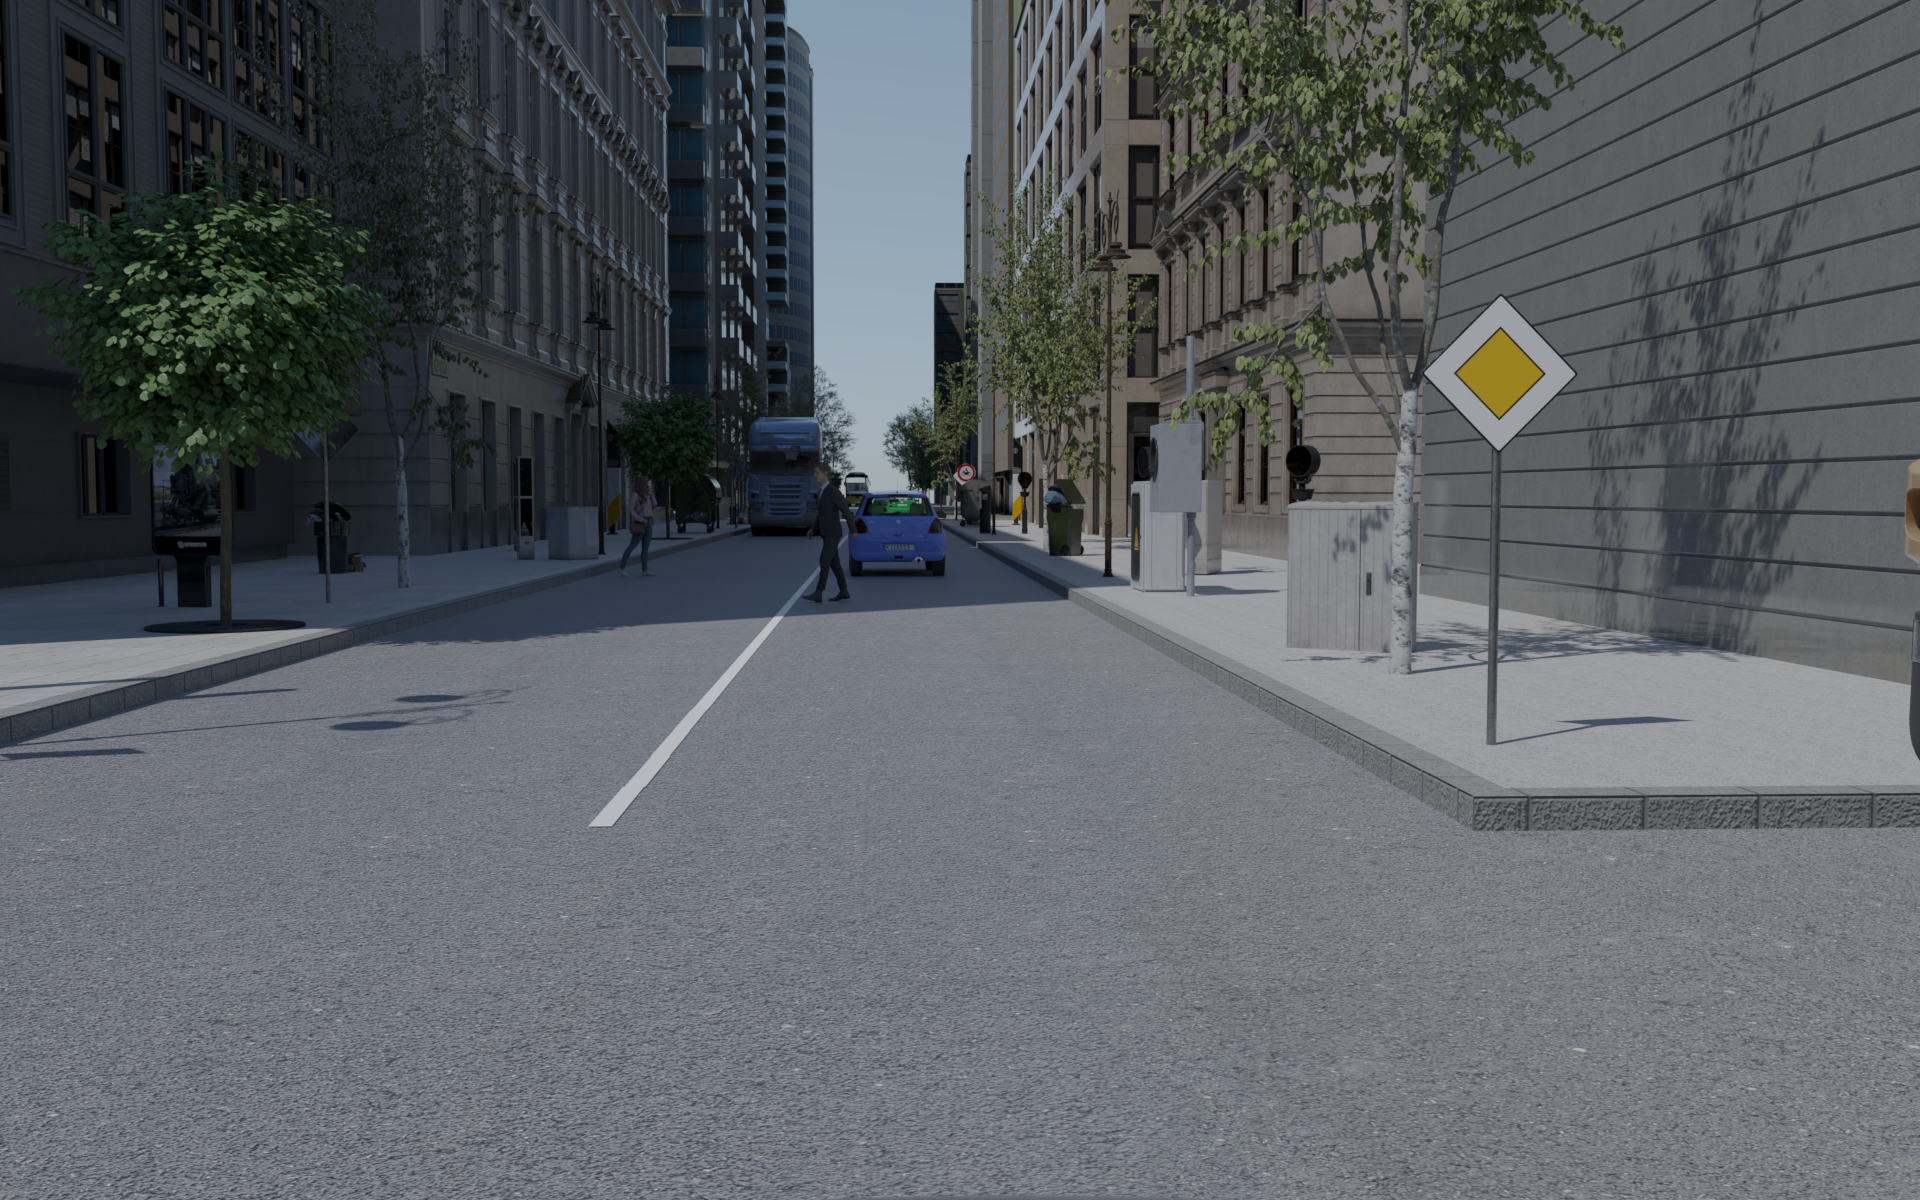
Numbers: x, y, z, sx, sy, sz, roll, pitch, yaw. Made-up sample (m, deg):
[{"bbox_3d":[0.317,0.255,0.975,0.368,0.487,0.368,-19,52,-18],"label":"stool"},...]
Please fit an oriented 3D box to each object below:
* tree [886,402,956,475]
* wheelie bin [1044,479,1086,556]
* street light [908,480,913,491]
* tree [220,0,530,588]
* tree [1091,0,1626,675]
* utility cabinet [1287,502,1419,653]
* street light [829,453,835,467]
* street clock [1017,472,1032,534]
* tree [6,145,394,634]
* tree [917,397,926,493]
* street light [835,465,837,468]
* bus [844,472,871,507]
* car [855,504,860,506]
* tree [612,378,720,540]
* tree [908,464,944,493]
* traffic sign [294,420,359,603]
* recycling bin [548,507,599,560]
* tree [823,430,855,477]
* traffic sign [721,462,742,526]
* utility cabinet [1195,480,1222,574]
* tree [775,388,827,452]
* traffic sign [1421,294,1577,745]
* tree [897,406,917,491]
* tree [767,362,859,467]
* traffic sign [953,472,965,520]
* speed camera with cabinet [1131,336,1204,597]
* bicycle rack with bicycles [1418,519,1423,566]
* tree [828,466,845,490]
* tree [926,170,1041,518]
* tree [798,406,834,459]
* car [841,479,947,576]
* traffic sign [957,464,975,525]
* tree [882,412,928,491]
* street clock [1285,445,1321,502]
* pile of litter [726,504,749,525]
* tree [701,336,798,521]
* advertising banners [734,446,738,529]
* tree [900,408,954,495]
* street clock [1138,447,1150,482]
[{"bbox_3d":[-4.033,-14.786,176.165,7.601,10.594,8.767,-1,4,-20],"label":"tree"},{"bbox_3d":[2.153,-1.714,35.940,0.693,1.594,0.980,2,4,33],"label":"wheelie bin"},{"bbox_3d":[-7.211,-16.520,242.891,0.468,5.910,1.993,0,4,-3],"label":"street light"},{"bbox_3d":[-7.654,-4.457,23.238,4.360,8.622,3.978,0,3,0],"label":"tree"},{"bbox_3d":[3.085,-3.790,12.336,4.737,8.622,4.395,0,3,0],"label":"tree"},{"bbox_3d":[3.225,-0.190,14.274,1.020,1.237,0.306,2,4,31],"label":"utility cabinet"},{"bbox_3d":[-14.784,-13.687,196.565,0.468,5.910,1.993,0,4,-3],"label":"street light"},{"bbox_3d":[2.089,-3.137,55.862,0.471,2.002,0.358,0,4,5],"label":"street clock"},{"bbox_3d":[-7.086,-1.999,16.402,4.285,4.588,4.351,0,3,0],"label":"tree"},{"bbox_3d":[2.173,-5.795,45.111,4.737,8.622,4.395,0,3,0],"label":"tree"},{"bbox_3d":[-16.096,-15.421,224.926,0.468,5.910,1.993,0,4,-3],"label":"street light"},{"bbox_3d":[-11.530,-12.312,192.855,2.896,3.916,12.252,0,4,-4],"label":"bus"},{"bbox_3d":[-11.483,-11.852,203.558,2.009,1.686,4.222,0,4,-4],"label":"car"},{"bbox_3d":[-8.287,-4.006,49.219,4.285,4.588,4.351,0,3,0],"label":"tree"},{"bbox_3d":[-3.285,-11.227,167.279,4.285,4.588,4.351,0,3,0],"label":"tree"},{"bbox_3d":[-7.429,-1.170,20.307,0.795,2.450,0.064,0,4,3],"label":"traffic sign"},{"bbox_3d":[-7.601,-1.314,34.031,0.722,1.027,0.722,3,5,41],"label":"recycling bin"},{"bbox_3d":[-17.840,-18.567,237.976,7.601,10.594,8.767,-3,5,-44],"label":"tree"},{"bbox_3d":[-9.307,-4.317,70.585,0.884,2.594,0.081,0,4,5],"label":"traffic sign"},{"bbox_3d":[3.937,-1.170,27.812,0.318,1.500,1.173,1,4,20],"label":"utility cabinet"},{"bbox_3d":[-11.668,-10.417,120.672,4.737,8.622,4.395,0,3,0],"label":"tree"},{"bbox_3d":[2.715,-0.315,8.795,0.795,2.450,0.064,0,4,-3],"label":"traffic sign"},{"bbox_3d":[-0.431,-8.750,93.422,4.737,8.622,4.395,0,3,0],"label":"tree"},{"bbox_3d":[-14.038,-15.251,159.722,12.009,13.543,11.850,0,3,0],"label":"tree"},{"bbox_3d":[0.092,-4.387,72.916,0.795,2.450,0.064,0,4,1],"label":"traffic sign"},{"bbox_3d":[2.655,-1.719,22.439,0.660,3.252,2.038,0,4,-4],"label":"speed camera with cabinet"},{"bbox_3d":[8.433,-0.897,28.053,2.852,0.926,2.925,2,4,31],"label":"bicycle rack with bicycles"},{"bbox_3d":[-15.215,-13.507,204.547,4.285,4.588,4.351,0,3,0],"label":"tree"},{"bbox_3d":[2.103,-5.439,39.294,4.737,8.622,4.395,0,3,0],"label":"tree"},{"bbox_3d":[-12.835,-11.933,145.472,4.360,8.622,3.978,0,3,0],"label":"tree"},{"bbox_3d":[-1.189,-1.345,31.586,1.945,1.707,3.694,0,4,-4],"label":"car"},{"bbox_3d":[0.267,-4.426,72.469,0.768,2.556,0.104,0,4,4],"label":"traffic sign"},{"bbox_3d":[-6.402,-18.025,220.461,9.928,11.665,9.643,0,3,0],"label":"tree"},{"bbox_3d":[5.056,-1.284,25.570,0.358,2.002,0.471,-3,5,-45],"label":"street clock"},{"bbox_3d":[-9.320,-3.628,73.279,1.176,0.858,1.719,0,4,-3],"label":"pile of litter"},{"bbox_3d":[-9.978,-7.969,80.654,4.360,8.622,3.978,0,3,0],"label":"tree"},{"bbox_3d":[-8.305,-4.156,64.139,0.090,3.025,2.074,0,4,-5],"label":"advertising banners"},{"bbox_3d":[-2.777,-11.971,146.085,4.360,8.622,3.978,0,3,0],"label":"tree"},{"bbox_3d":[2.930,-1.358,26.771,0.358,2.002,0.471,-1,4,-15],"label":"street clock"}]
